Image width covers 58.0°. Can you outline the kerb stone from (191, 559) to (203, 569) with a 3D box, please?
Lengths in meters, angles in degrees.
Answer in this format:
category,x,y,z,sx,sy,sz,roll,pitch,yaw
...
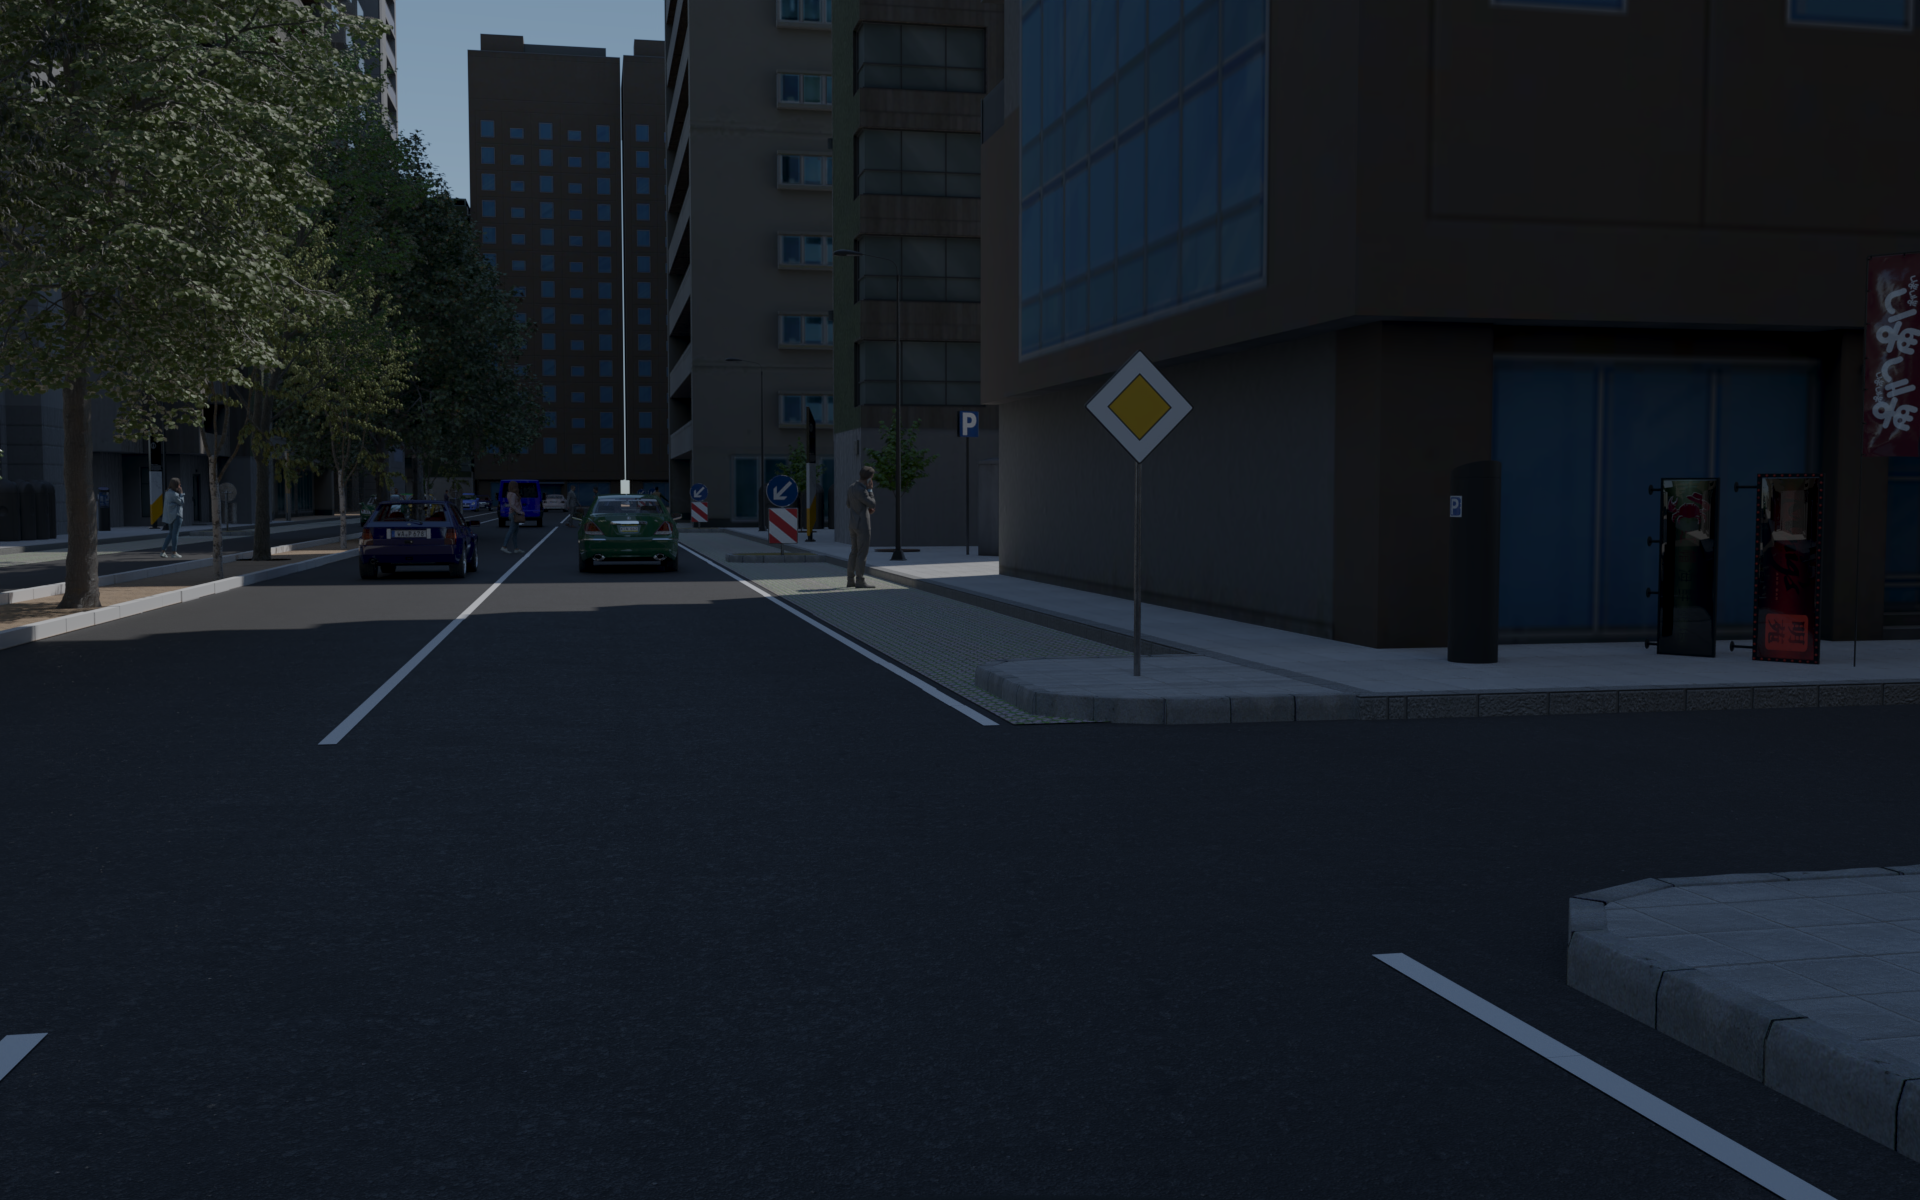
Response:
category,x,y,z,sx,sy,sz,roll,pitch,yaw
kerb stone,-14.647,-0.661,33.005,0.120,0.150,1.000,-1,4,-12

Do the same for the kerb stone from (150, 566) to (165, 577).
category,x,y,z,sx,sy,sz,roll,pitch,yaw
kerb stone,-14.008,-0.477,29.996,0.120,0.150,1.000,-1,4,-12

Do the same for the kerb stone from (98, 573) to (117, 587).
category,x,y,z,sx,sy,sz,roll,pitch,yaw
kerb stone,-13.376,-0.291,26.983,0.120,0.150,1.000,-1,4,-12

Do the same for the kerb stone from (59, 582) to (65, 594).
category,x,y,z,sx,sy,sz,roll,pitch,yaw
kerb stone,-12.944,-0.164,24.971,0.120,0.150,1.000,-1,4,-12

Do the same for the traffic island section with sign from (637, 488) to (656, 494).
category,x,y,z,sx,sy,sz,roll,pitch,yaw
traffic island section with sign,-25.566,-7.936,138.380,1.989,1.847,2.006,-1,4,-12

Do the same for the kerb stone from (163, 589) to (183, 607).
category,x,y,z,sx,sy,sz,roll,pitch,yaw
kerb stone,-10.252,-0.011,22.383,0.120,0.150,1.000,-1,4,-12

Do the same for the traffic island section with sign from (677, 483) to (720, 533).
category,x,y,z,sx,sy,sz,roll,pitch,yaw
traffic island section with sign,-9.866,-3.417,64.499,1.989,1.847,2.006,-1,4,-12

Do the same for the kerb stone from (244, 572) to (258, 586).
category,x,y,z,sx,sy,sz,roll,pitch,yaw
kerb stone,-11.310,-0.318,27.400,0.120,0.150,1.000,-1,4,-12

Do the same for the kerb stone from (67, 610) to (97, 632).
category,x,y,z,sx,sy,sz,roll,pitch,yaw
kerb stone,-9.390,0.235,18.366,0.120,0.150,1.000,-1,4,-12

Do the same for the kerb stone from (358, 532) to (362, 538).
category,x,y,z,sx,sy,sz,roll,pitch,yaw
kerb stone,-19.550,-2.072,56.072,0.120,0.150,1.000,-1,4,-12

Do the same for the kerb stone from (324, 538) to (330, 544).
category,x,y,z,sx,sy,sz,roll,pitch,yaw
kerb stone,-18.063,-1.643,49.054,0.120,0.150,1.000,-1,4,-12

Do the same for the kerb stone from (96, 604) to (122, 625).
category,x,y,z,sx,sy,sz,roll,pitch,yaw
kerb stone,-9.597,0.180,19.371,0.120,0.150,1.000,-1,4,-12

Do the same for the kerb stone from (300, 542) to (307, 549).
category,x,y,z,sx,sy,sz,roll,pitch,yaw
kerb stone,-17.208,-1.398,45.048,0.120,0.150,1.000,-1,4,-12

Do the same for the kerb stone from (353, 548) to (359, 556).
category,x,y,z,sx,sy,sz,roll,pitch,yaw
kerb stone,-13.878,-1.055,39.440,0.120,0.150,1.000,-1,4,-12

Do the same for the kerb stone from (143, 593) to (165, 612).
category,x,y,z,sx,sy,sz,roll,pitch,yaw
kerb stone,-10.033,0.050,21.378,0.120,0.150,1.000,-1,4,-12

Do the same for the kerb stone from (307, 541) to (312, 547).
category,x,y,z,sx,sy,sz,roll,pitch,yaw
kerb stone,-17.428,-1.459,46.046,0.120,0.150,1.000,-1,4,-12

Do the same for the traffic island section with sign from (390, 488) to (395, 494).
category,x,y,z,sx,sy,sz,roll,pitch,yaw
traffic island section with sign,-35.686,-6.122,108.716,1.989,1.847,2.006,-1,4,-12

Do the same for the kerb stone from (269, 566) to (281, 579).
category,x,y,z,sx,sy,sz,roll,pitch,yaw
kerb stone,-11.735,-0.441,29.411,0.120,0.150,1.000,-1,4,-12

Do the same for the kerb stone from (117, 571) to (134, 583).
category,x,y,z,sx,sy,sz,roll,pitch,yaw
kerb stone,-13.578,-0.353,27.990,0.120,0.150,1.000,-1,4,-12

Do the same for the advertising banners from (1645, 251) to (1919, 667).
category,x,y,z,sx,sy,sz,roll,pitch,yaw
advertising banners,6.271,-1.036,13.129,2.074,3.025,0.090,3,5,44

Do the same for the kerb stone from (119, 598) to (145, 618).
category,x,y,z,sx,sy,sz,roll,pitch,yaw
kerb stone,-9.813,0.112,20.374,0.120,0.150,1.000,-1,4,-12

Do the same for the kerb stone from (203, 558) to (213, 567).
category,x,y,z,sx,sy,sz,roll,pitch,yaw
kerb stone,-14.860,-0.722,34.011,0.120,0.150,1.000,-1,4,-12

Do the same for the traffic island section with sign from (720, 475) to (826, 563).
category,x,y,z,sx,sy,sz,roll,pitch,yaw
traffic island section with sign,-3.953,-1.720,36.756,1.989,1.847,2.006,-1,4,-12

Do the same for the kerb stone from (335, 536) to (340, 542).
category,x,y,z,sx,sy,sz,roll,pitch,yaw
kerb stone,-18.478,-1.760,51.057,0.120,0.150,1.000,-1,4,-12

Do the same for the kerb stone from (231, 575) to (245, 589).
category,x,y,z,sx,sy,sz,roll,pitch,yaw
kerb stone,-11.100,-0.257,26.399,0.120,0.150,1.000,-1,4,-12

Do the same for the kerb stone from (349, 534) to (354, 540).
category,x,y,z,sx,sy,sz,roll,pitch,yaw
kerb stone,-19.128,-1.949,54.061,0.120,0.150,1.000,-1,4,-12

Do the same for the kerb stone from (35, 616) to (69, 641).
category,x,y,z,sx,sy,sz,roll,pitch,yaw
kerb stone,-9.176,0.296,17.362,0.120,0.150,1.000,-1,4,-12

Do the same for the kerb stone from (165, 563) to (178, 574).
category,x,y,z,sx,sy,sz,roll,pitch,yaw
kerb stone,-14.221,-0.534,30.999,0.120,0.150,1.000,-1,4,-12

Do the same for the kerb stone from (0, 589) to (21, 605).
category,x,y,z,sx,sy,sz,roll,pitch,yaw
kerb stone,-12.511,-0.047,22.963,0.120,0.150,1.000,-1,4,-12

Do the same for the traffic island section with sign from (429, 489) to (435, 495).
category,x,y,z,sx,sy,sz,roll,pitch,yaw
traffic island section with sign,-41.374,-7.757,135.450,1.989,1.847,2.006,-1,4,-12

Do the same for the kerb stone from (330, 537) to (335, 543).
category,x,y,z,sx,sy,sz,roll,pitch,yaw
kerb stone,-18.277,-1.704,50.054,0.120,0.150,1.000,-1,4,-12

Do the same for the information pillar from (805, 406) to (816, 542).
category,x,y,z,sx,sy,sz,roll,pitch,yaw
information pillar,-4.003,-3.375,46.540,0.183,3.616,0.504,1,4,17

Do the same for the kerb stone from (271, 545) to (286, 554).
category,x,y,z,sx,sy,sz,roll,pitch,yaw
kerb stone,-16.562,-1.213,42.023,0.120,0.150,1.000,-1,4,-12

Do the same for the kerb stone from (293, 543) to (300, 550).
category,x,y,z,sx,sy,sz,roll,pitch,yaw
kerb stone,-16.992,-1.336,44.034,0.120,0.150,1.000,-1,4,-12

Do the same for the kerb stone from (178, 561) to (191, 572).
category,x,y,z,sx,sy,sz,roll,pitch,yaw
kerb stone,-14.433,-0.600,32.003,0.120,0.150,1.000,-1,4,-12

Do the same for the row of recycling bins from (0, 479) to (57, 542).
category,x,y,z,sx,sy,sz,roll,pitch,yaw
row of recycling bins,-26.120,-2.518,48.276,1.069,1.692,3.534,-1,4,-9

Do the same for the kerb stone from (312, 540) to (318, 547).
category,x,y,z,sx,sy,sz,roll,pitch,yaw
kerb stone,-17.637,-1.520,47.047,0.120,0.150,1.000,-1,4,-12

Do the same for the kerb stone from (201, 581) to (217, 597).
category,x,y,z,sx,sy,sz,roll,pitch,yaw
kerb stone,-10.675,-0.134,24.398,0.120,0.150,1.000,-1,4,-12

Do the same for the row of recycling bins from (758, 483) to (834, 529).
category,x,y,z,sx,sy,sz,roll,pitch,yaw
row of recycling bins,-5.728,-3.445,63.432,3.534,1.692,1.069,1,4,15

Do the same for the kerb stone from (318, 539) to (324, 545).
category,x,y,z,sx,sy,sz,roll,pitch,yaw
kerb stone,-17.847,-1.582,48.055,0.120,0.150,1.000,-1,4,-12

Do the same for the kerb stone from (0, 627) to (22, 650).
category,x,y,z,sx,sy,sz,roll,pitch,yaw
kerb stone,-8.966,0.357,16.361,0.120,0.150,1.000,-1,4,-12

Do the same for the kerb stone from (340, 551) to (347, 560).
category,x,y,z,sx,sy,sz,roll,pitch,yaw
kerb stone,-13.451,-0.932,37.441,0.120,0.150,1.000,-1,4,-12

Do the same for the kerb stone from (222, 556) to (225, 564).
category,x,y,z,sx,sy,sz,roll,pitch,yaw
kerb stone,-15.070,-0.780,35.012,0.120,0.150,1.000,-1,4,-12

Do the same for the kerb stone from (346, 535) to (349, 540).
category,x,y,z,sx,sy,sz,roll,pitch,yaw
kerb stone,-18.919,-1.888,53.057,0.120,0.150,1.000,-1,4,-12

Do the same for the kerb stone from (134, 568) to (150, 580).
category,x,y,z,sx,sy,sz,roll,pitch,yaw
kerb stone,-13.795,-0.415,28.996,0.120,0.150,1.000,-1,4,-12

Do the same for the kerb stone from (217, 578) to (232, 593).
category,x,y,z,sx,sy,sz,roll,pitch,yaw
kerb stone,-10.883,-0.196,25.400,0.120,0.150,1.000,-1,4,-12

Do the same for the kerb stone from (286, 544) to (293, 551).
category,x,y,z,sx,sy,sz,roll,pitch,yaw
kerb stone,-16.780,-1.274,43.025,0.120,0.150,1.000,-1,4,-12

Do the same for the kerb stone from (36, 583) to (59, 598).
category,x,y,z,sx,sy,sz,roll,pitch,yaw
kerb stone,-12.724,-0.104,23.964,0.120,0.150,1.000,-1,4,-12

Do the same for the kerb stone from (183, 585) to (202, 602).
category,x,y,z,sx,sy,sz,roll,pitch,yaw
kerb stone,-10.455,-0.073,23.396,0.120,0.150,1.000,-1,4,-12

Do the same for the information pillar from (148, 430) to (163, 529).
category,x,y,z,sx,sy,sz,roll,pitch,yaw
information pillar,-29.598,-4.425,63.711,0.183,3.616,0.504,2,4,26

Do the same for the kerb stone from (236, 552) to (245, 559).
category,x,y,z,sx,sy,sz,roll,pitch,yaw
kerb stone,-15.504,-0.898,37.010,0.120,0.150,1.000,-1,4,-12

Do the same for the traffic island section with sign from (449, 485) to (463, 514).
category,x,y,z,sx,sy,sz,roll,pitch,yaw
traffic island section with sign,-24.274,-4.597,83.290,2.006,1.907,1.989,-1,4,-12

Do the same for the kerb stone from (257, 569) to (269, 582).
category,x,y,z,sx,sy,sz,roll,pitch,yaw
kerb stone,-11.525,-0.380,28.407,0.120,0.150,1.000,-1,4,-12

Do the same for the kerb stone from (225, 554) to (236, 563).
category,x,y,z,sx,sy,sz,roll,pitch,yaw
kerb stone,-15.283,-0.839,36.012,0.120,0.150,1.000,-1,4,-12

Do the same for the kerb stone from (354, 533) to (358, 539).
category,x,y,z,sx,sy,sz,roll,pitch,yaw
kerb stone,-19.344,-2.010,55.066,0.120,0.150,1.000,-1,4,-12

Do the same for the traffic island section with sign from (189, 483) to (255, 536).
category,x,y,z,sx,sy,sz,roll,pitch,yaw
traffic island section with sign,-25.233,-3.113,59.527,1.989,1.847,2.006,-1,4,-12

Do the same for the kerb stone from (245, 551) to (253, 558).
category,x,y,z,sx,sy,sz,roll,pitch,yaw
kerb stone,-15.709,-0.967,38.015,0.120,0.150,1.000,-1,4,-12

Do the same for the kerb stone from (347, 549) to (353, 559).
category,x,y,z,sx,sy,sz,roll,pitch,yaw
kerb stone,-13.661,-0.987,38.441,0.120,0.150,1.000,-1,4,-12
